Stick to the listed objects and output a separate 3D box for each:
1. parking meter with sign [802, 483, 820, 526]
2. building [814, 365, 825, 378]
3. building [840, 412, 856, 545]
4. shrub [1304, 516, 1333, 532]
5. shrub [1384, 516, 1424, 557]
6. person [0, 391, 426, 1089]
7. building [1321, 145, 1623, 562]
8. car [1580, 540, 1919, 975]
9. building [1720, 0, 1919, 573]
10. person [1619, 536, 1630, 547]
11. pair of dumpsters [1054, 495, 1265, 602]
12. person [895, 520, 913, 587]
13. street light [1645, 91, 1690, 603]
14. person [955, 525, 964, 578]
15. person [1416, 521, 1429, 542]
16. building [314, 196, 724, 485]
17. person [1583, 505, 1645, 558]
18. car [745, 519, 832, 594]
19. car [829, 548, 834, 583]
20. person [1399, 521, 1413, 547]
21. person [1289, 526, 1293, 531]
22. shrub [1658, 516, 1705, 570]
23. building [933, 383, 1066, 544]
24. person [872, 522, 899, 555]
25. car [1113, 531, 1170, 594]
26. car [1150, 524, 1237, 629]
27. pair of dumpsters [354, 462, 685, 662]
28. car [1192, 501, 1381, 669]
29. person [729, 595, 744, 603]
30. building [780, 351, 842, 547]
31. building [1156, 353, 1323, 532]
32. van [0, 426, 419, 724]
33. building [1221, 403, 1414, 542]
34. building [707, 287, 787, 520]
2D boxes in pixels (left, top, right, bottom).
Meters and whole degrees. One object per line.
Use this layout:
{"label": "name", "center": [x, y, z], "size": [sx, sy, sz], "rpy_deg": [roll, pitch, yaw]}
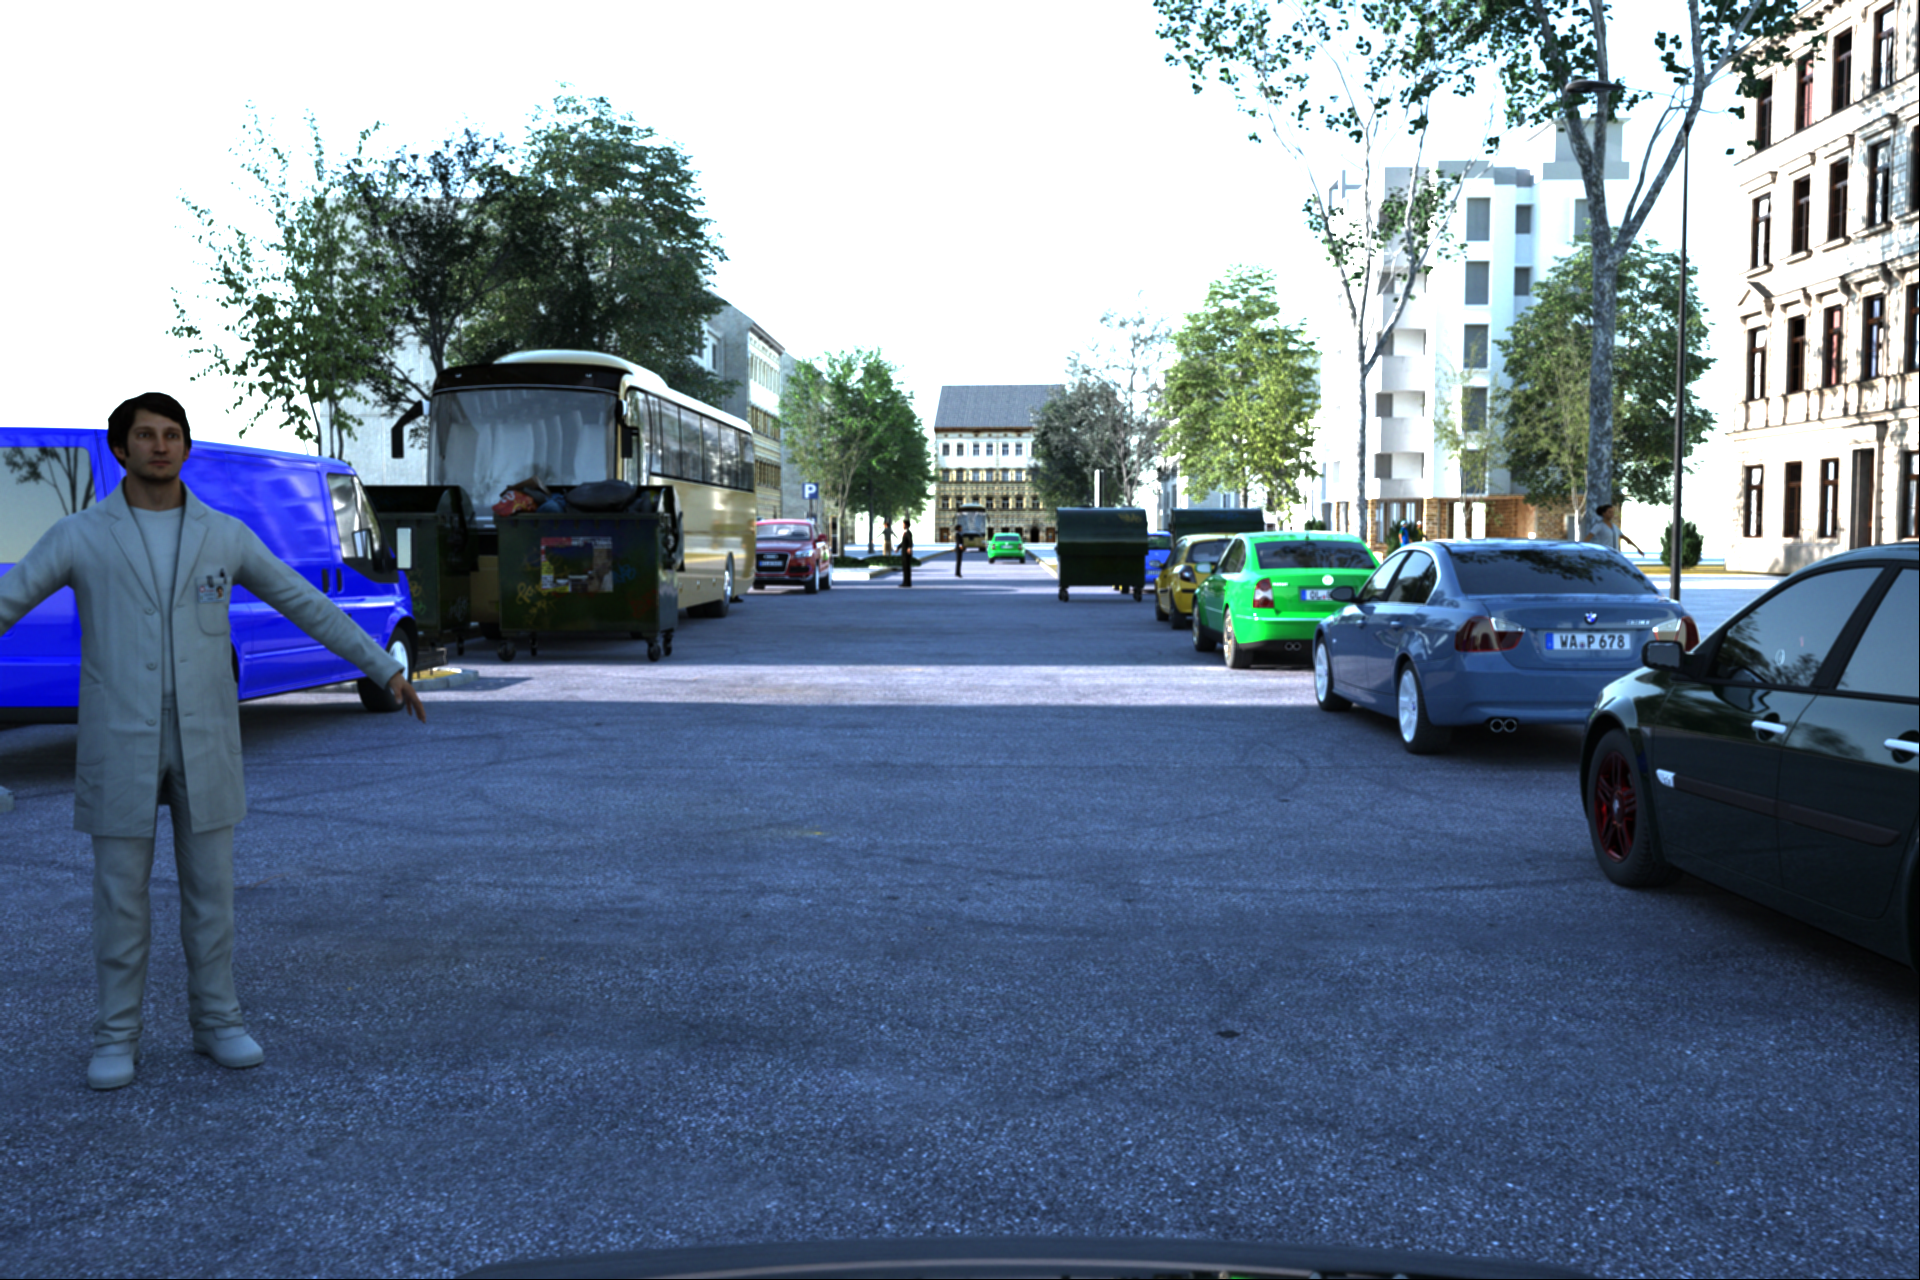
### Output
{"label": "parking meter with sign", "center": [-5.081, -3.900, 60.019], "size": [0.543, 3.016, 1.738], "rpy_deg": [0, 4, 2]}
{"label": "building", "center": [-21.224, -20.680, 194.542], "size": [16.016, 20.090, 11.380], "rpy_deg": [0, 4, 1]}
{"label": "building", "center": [-23.050, -23.645, 217.523], "size": [19.493, 23.208, 18.063], "rpy_deg": [0, 4, 1]}
{"label": "shrub", "center": [13.496, -3.776, 66.154], "size": [1.690, 2.028, 1.600], "rpy_deg": [0, 3, 0]}
{"label": "shrub", "center": [18.333, -4.103, 71.500], "size": [1.690, 2.028, 1.600], "rpy_deg": [0, 3, 0]}
{"label": "person", "center": [-2.127, 0.246, 4.619], "size": [1.347, 1.806, 0.705], "rpy_deg": [-2, 4, -34]}
{"label": "building", "center": [24.371, -14.348, 91.005], "size": [16.016, 20.090, 11.380], "rpy_deg": [0, 4, 1]}
{"label": "car", "center": [3.507, 0.242, 5.831], "size": [2.009, 1.686, 4.222], "rpy_deg": [0, 4, 0]}
{"label": "building", "center": [29.320, -11.194, 46.635], "size": [10.561, 19.211, 19.286], "rpy_deg": [0, 4, 2]}
{"label": "person", "center": [18.604, -2.675, 49.910], "size": [1.345, 1.807, 0.704], "rpy_deg": [1, 4, 17]}
{"label": "pair of dumpsters", "center": [4.228, -1.961, 37.015], "size": [4.436, 2.255, 1.574], "rpy_deg": [0, 4, 0]}
{"label": "person", "center": [-1.473, -2.335, 46.821], "size": [0.705, 1.806, 1.347], "rpy_deg": [-1, 4, -18]}
{"label": "street light", "center": [7.971, -2.770, 17.835], "size": [1.470, 5.913, 1.316], "rpy_deg": [0, 4, 1]}
{"label": "person", "center": [0.041, -2.931, 57.104], "size": [0.721, 1.740, 1.216], "rpy_deg": [0, 4, -1]}
{"label": "person", "center": [20.029, -4.245, 75.379], "size": [0.705, 1.833, 1.349], "rpy_deg": [3, 5, 42]}
{"label": "building", "center": [-25.250, -14.702, 106.841], "size": [16.747, 18.905, 31.486], "rpy_deg": [0, 4, 1]}
{"label": "person", "center": [10.046, -1.221, 26.729], "size": [1.217, 1.739, 0.721], "rpy_deg": [-1, 4, -20]}
{"label": "car", "center": [-4.380, -2.113, 43.223], "size": [2.281, 1.827, 5.304], "rpy_deg": [0, 4, 1]}
{"label": "car", "center": [-4.645, -2.315, 49.859], "size": [2.014, 1.417, 4.499], "rpy_deg": [0, 4, 1]}
{"label": "person", "center": [17.676, -3.833, 68.790], "size": [0.704, 1.817, 1.347], "rpy_deg": [2, 4, 31]}
{"label": "person", "center": [18.084, -5.357, 94.300], "size": [1.216, 1.740, 0.721], "rpy_deg": [-1, 4, -17]}
{"label": "shrub", "center": [25.996, -3.548, 62.435], "size": [1.690, 2.028, 1.600], "rpy_deg": [0, 3, 0]}
{"label": "building", "center": [6.270, -25.594, 251.840], "size": [18.063, 23.208, 19.493], "rpy_deg": [0, 4, 6]}
{"label": "person", "center": [-3.185, -4.226, 75.369], "size": [1.348, 1.796, 0.705], "rpy_deg": [-2, 4, -32]}
{"label": "car", "center": [4.718, -2.045, 43.026], "size": [1.945, 1.707, 3.694], "rpy_deg": [0, 4, 1]}
{"label": "car", "center": [4.057, -1.052, 27.431], "size": [2.015, 1.641, 3.980], "rpy_deg": [0, 4, 2]}
{"label": "pair of dumpsters", "center": [-5.466, -0.913, 19.871], "size": [4.436, 2.255, 1.574], "rpy_deg": [0, 4, 2]}
{"label": "car", "center": [3.738, -0.670, 19.757], "size": [1.959, 1.807, 4.718], "rpy_deg": [0, 4, 0]}
{"label": "person", "center": [-4.730, -1.710, 36.197], "size": [0.705, 1.856, 1.354], "rpy_deg": [1, 4, 17]}
{"label": "building", "center": [-22.460, -21.363, 180.212], "size": [19.493, 23.208, 18.063], "rpy_deg": [0, 4, 2]}
{"label": "building", "center": [30.025, -19.053, 177.971], "size": [16.747, 18.905, 31.486], "rpy_deg": [0, 4, 1]}
{"label": "van", "center": [-5.494, -0.481, 12.242], "size": [2.240, 2.365, 5.245], "rpy_deg": [0, 4, 1]}
{"label": "building", "center": [24.171, -10.865, 119.784], "size": [9.099, 9.664, 28.070], "rpy_deg": [0, 4, 2]}
{"label": "building", "center": [-24.004, -18.423, 132.148], "size": [19.493, 23.208, 18.063], "rpy_deg": [0, 4, 1]}
